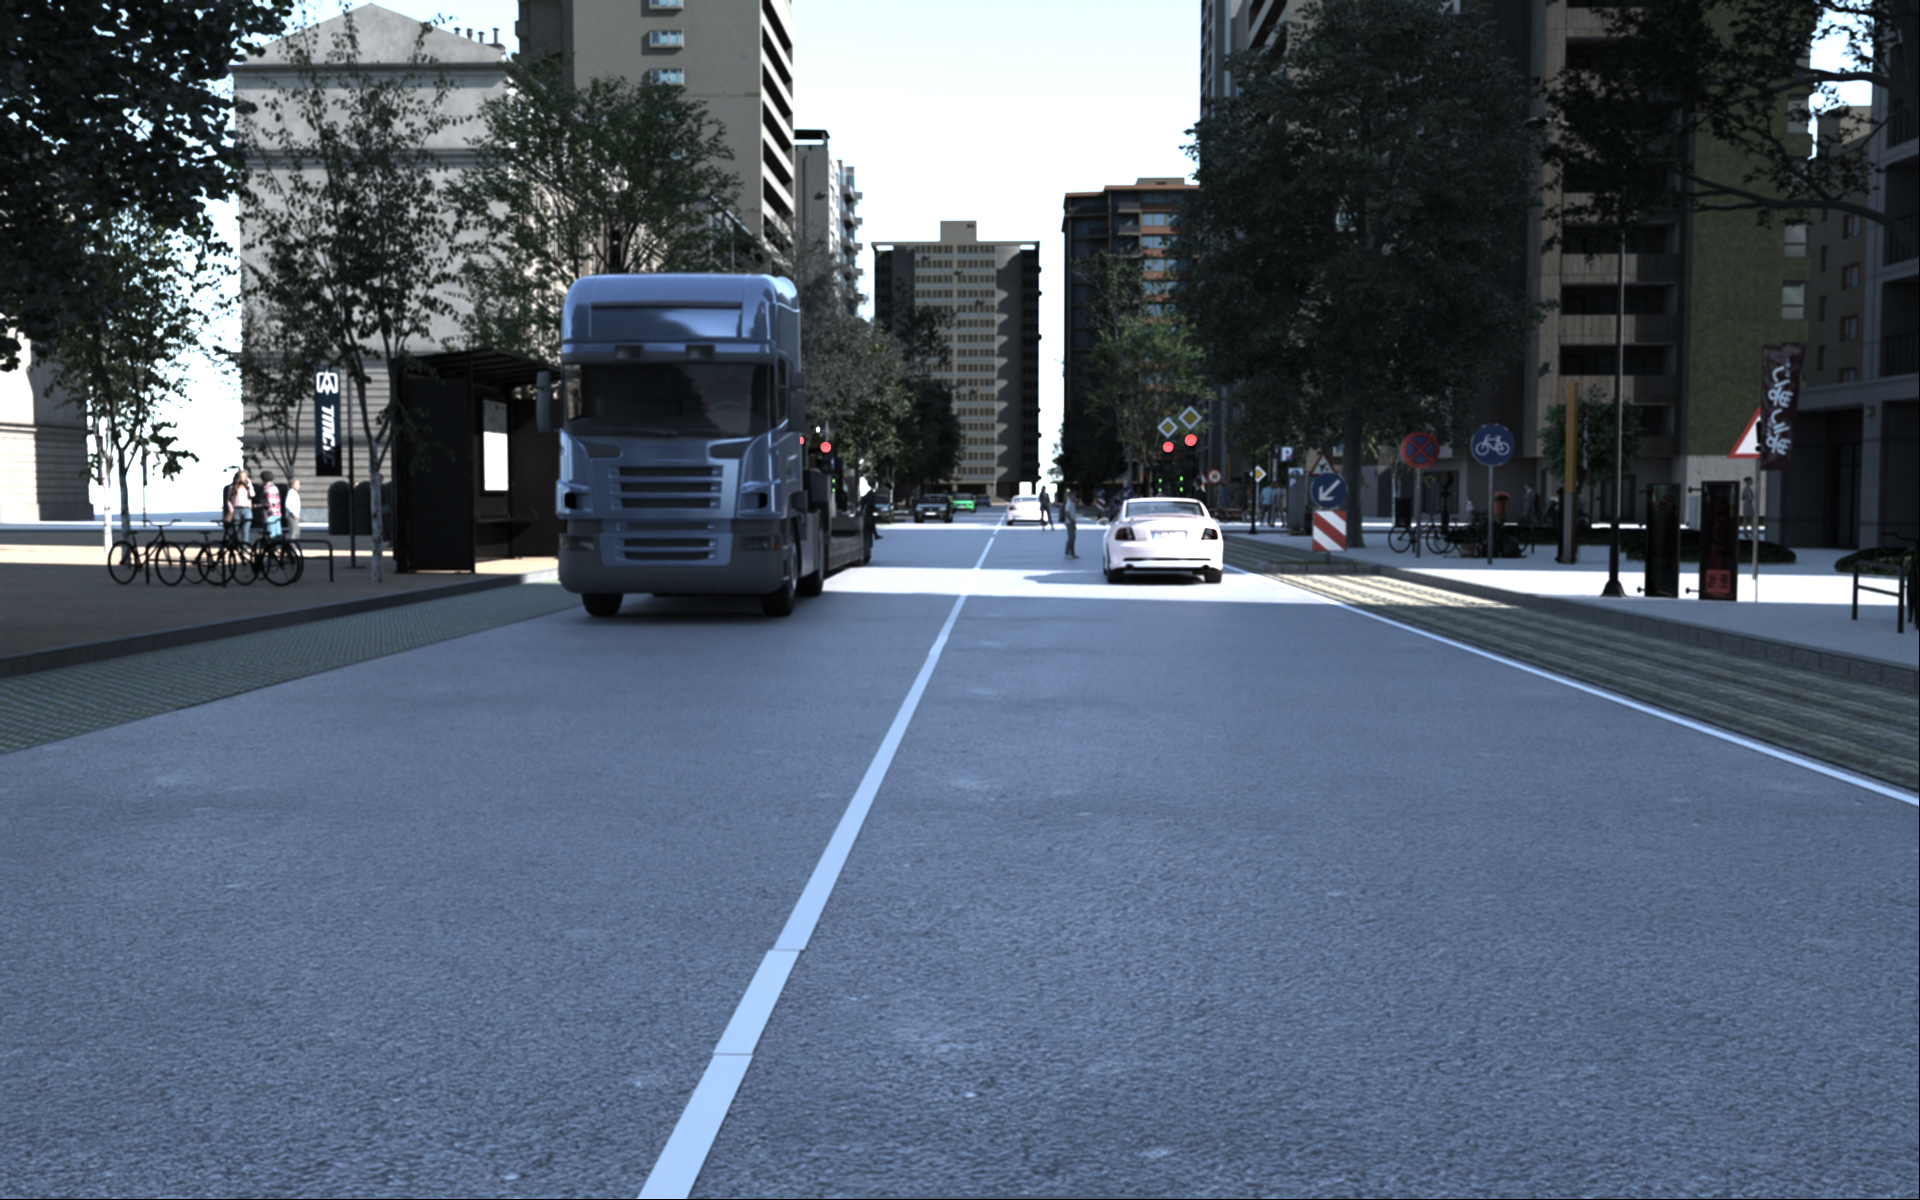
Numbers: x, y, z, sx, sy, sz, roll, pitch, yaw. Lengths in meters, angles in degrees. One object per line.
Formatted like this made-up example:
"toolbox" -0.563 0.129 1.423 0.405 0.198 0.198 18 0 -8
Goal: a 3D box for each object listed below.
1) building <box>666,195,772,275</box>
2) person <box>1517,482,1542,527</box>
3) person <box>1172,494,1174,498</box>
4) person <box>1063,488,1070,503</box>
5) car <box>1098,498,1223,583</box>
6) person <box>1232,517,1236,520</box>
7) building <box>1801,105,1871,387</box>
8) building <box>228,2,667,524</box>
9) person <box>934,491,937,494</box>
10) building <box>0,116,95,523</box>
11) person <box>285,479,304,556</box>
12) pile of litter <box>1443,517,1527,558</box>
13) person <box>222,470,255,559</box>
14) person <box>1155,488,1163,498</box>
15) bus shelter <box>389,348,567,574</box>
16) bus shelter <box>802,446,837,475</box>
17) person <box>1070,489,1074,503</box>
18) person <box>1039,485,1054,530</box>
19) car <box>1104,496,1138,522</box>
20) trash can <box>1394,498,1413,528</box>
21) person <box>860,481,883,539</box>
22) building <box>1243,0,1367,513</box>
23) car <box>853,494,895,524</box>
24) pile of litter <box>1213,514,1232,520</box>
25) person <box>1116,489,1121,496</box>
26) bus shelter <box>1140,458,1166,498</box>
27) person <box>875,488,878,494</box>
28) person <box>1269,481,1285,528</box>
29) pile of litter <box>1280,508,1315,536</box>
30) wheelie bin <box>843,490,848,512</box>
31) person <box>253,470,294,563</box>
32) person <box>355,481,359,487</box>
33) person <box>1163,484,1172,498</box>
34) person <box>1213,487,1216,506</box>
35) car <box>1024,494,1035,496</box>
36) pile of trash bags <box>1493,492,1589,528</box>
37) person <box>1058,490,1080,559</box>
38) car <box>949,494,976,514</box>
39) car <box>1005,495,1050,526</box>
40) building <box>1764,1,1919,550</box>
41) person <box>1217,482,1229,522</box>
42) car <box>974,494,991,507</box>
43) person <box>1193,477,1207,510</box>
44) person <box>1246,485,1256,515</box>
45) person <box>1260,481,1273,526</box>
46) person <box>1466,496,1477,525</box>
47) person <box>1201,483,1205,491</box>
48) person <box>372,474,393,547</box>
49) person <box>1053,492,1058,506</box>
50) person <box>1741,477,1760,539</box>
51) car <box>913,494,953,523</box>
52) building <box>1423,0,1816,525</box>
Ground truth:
"building" -22.409 -18.647 123.952 14.314 24.678 30.058 0 4 2
"person" 18.631 -2.941 56.553 0.822 1.834 0.622 1 4 15
"person" 24.373 -11.549 198.096 0.421 1.427 0.697 0 4 1
"person" 6.109 -5.548 99.385 0.709 1.800 0.728 3 5 43
"car" 3.378 -1.033 29.259 2.083 1.381 4.827 0 4 3
"person" 13.363 -4.535 84.477 0.425 1.301 0.394 1 4 19
"building" 58.090 -14.808 87.149 28.899 21.520 27.650 0 4 2
"building" -23.870 -16.645 91.236 14.460 24.649 34.723 0 4 2
"person" -2.029 -8.684 151.206 0.721 1.735 1.217 -3 5 -41
"building" -51.865 -13.194 80.357 19.286 19.102 10.561 0 4 2
"person" -13.859 -1.723 36.030 0.330 1.601 0.589 0 4 -3
"pile of litter" 10.608 -1.288 35.023 1.719 0.858 1.176 1 4 12
"person" -14.277 -1.690 34.262 0.593 1.750 0.643 -2 4 -26
"person" 7.713 -3.604 67.428 0.388 1.821 0.555 -1 4 -17
"bus shelter" -8.263 -2.426 30.942 1.731 3.624 6.357 0 4 2
"bus shelter" -7.351 -5.869 87.247 1.731 3.624 6.357 0 4 2
"person" 7.692 -6.753 119.468 0.519 1.759 0.362 2 4 28
"person" 3.414 -3.644 68.349 0.520 1.790 0.573 -3 4 -39
"car" 7.969 -4.370 84.032 1.945 1.354 3.894 0 4 2
"trash can" 16.829 -3.311 65.782 0.748 1.137 0.748 0 3 0
"person" -2.754 -2.822 54.425 0.755 1.850 0.659 -1 4 -13
"building" 32.829 -30.710 125.816 21.300 48.544 21.600 0 4 2
"car" -4.119 -4.529 83.835 2.009 1.686 4.222 0 4 1
"pile of litter" 13.060 -4.395 85.819 1.719 0.858 1.176 -2 4 -30
"person" 14.289 -9.156 156.408 0.621 1.740 0.551 -3 5 -42
"bus shelter" 12.873 -7.553 114.769 1.731 3.624 6.357 0 4 2
"person" -6.715 -8.072 138.370 0.721 1.781 0.623 1 4 21
"person" 12.176 -3.667 66.269 0.678 1.792 0.850 3 5 44
"pile of litter" 10.621 -2.414 53.441 1.719 0.858 1.176 -1 4 -16
"wheelie bin" -8.340 -7.072 123.537 0.693 1.594 0.980 -1 4 -17
"person" -12.785 -1.552 32.249 0.643 1.720 0.563 0 4 -3
"person" -24.630 -3.959 70.742 0.622 1.834 0.822 0 4 1
"person" 10.053 -4.771 84.229 0.537 1.800 0.526 1 4 19
"person" 19.119 -7.574 130.057 0.592 1.802 0.473 0 4 -2
"car" 7.915 -11.488 198.059 2.015 1.641 3.980 0 4 1
"pile of trash bags" 21.110 -3.263 63.101 3.447 1.369 1.912 0 4 -2
"person" 2.469 -1.677 38.511 0.523 1.515 0.503 -1 4 -15
"car" 0.220 -7.258 127.468 1.959 1.807 4.718 0 4 3
"car" 3.074 -4.095 79.323 2.083 1.381 4.827 0 4 2
"building" 29.337 -36.141 29.150 20.563 71.187 20.611 0 4 2
"person" 12.140 -4.511 79.823 0.581 1.822 0.654 -2 4 -25
"car" 2.512 -11.041 192.528 2.014 1.417 4.499 0 4 3
"person" 5.972 -2.162 43.631 0.755 1.850 0.659 2 4 33
"person" 16.617 -5.684 98.947 0.580 1.828 0.573 1 4 22
"person" 12.282 -3.874 69.401 0.660 1.820 0.620 3 4 37
"person" 18.458 -3.151 62.573 0.382 1.210 0.505 2 4 28
"person" 10.439 -4.253 75.861 0.573 1.790 0.520 1 4 10
"person" -13.968 -2.160 41.783 0.576 1.772 0.534 1 4 19
"person" 11.396 -12.127 207.442 0.621 1.740 0.551 1 4 10
"person" 22.721 -2.655 49.787 0.374 1.781 0.599 0 4 0
"car" -1.305 -4.655 85.903 2.009 1.686 4.222 0 4 3
"building" 28.297 -18.743 78.157 14.107 30.474 14.160 0 4 2
